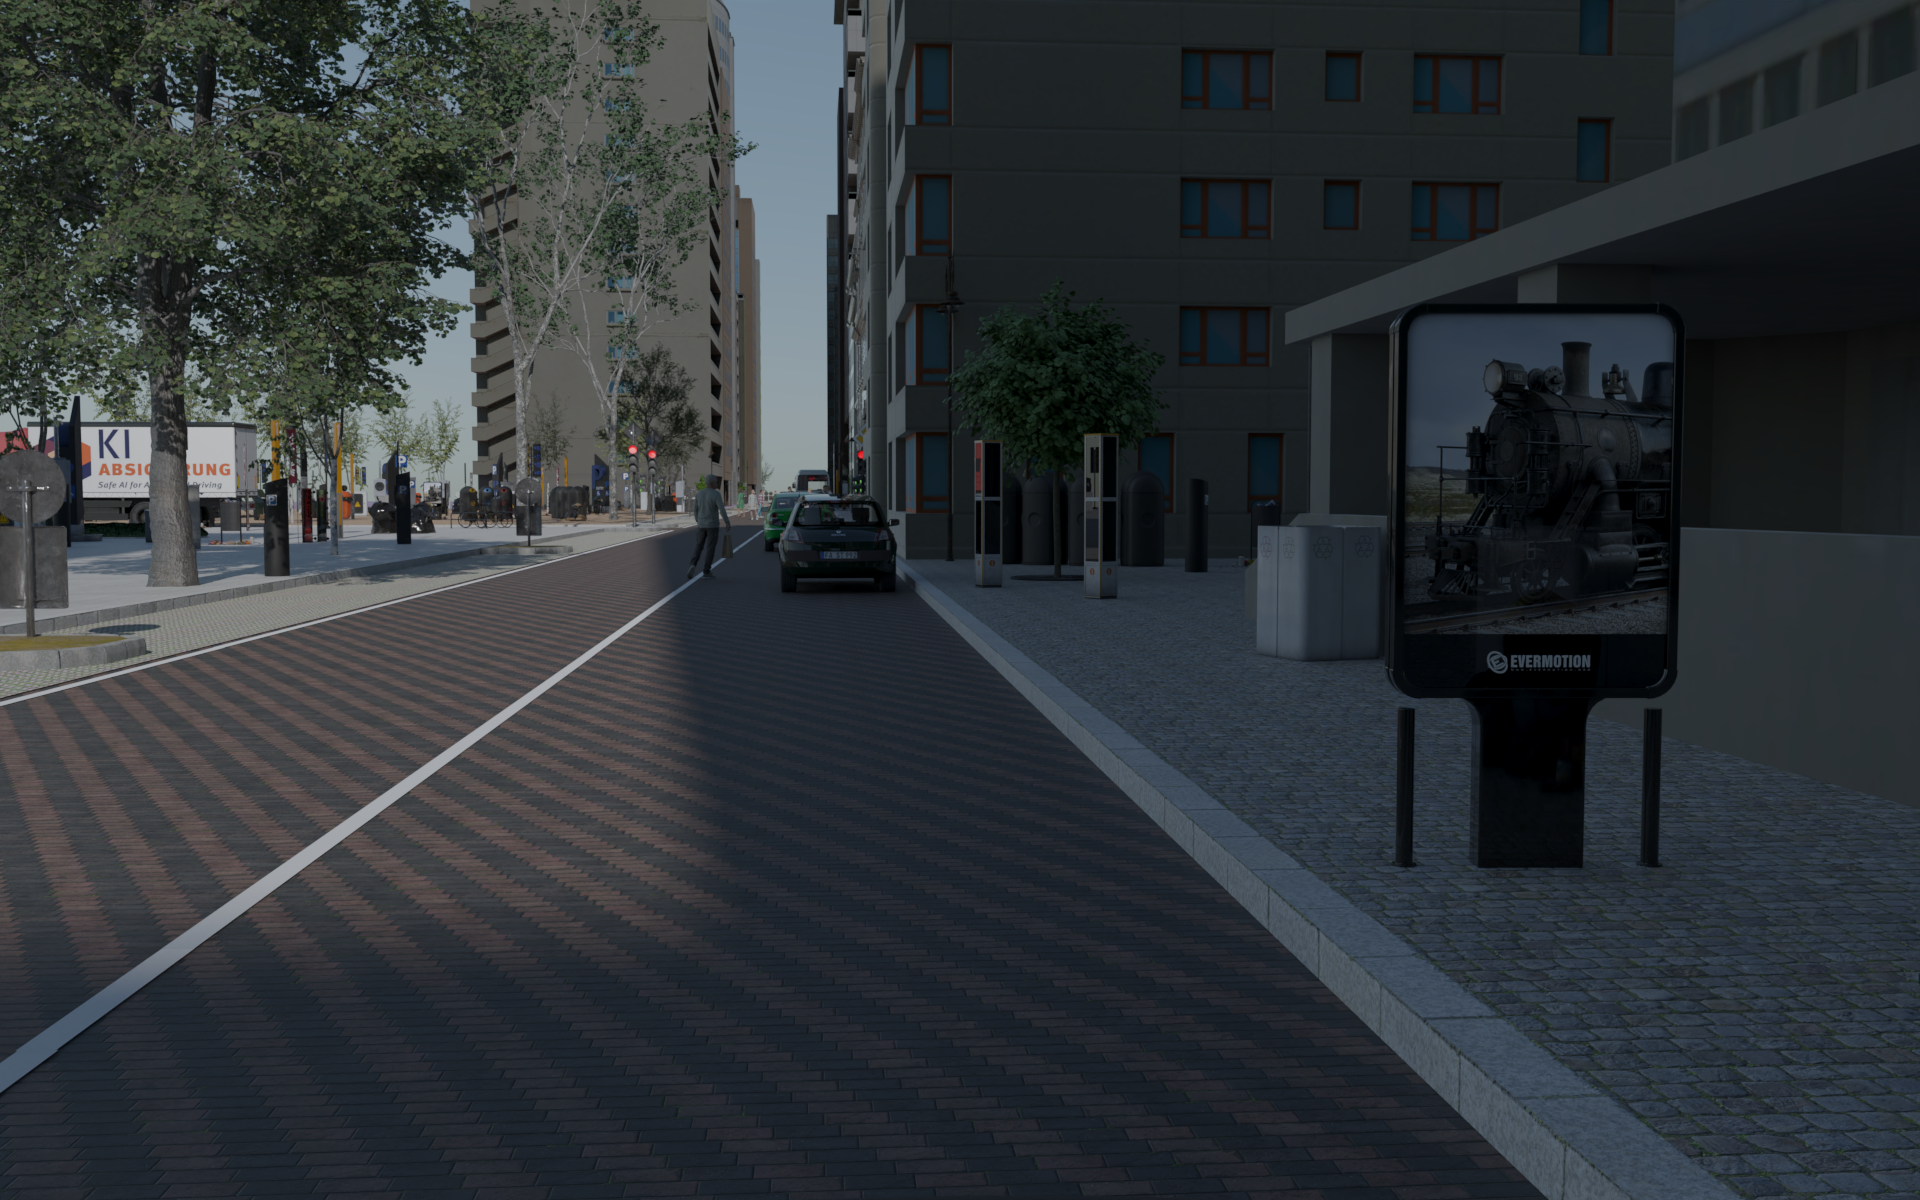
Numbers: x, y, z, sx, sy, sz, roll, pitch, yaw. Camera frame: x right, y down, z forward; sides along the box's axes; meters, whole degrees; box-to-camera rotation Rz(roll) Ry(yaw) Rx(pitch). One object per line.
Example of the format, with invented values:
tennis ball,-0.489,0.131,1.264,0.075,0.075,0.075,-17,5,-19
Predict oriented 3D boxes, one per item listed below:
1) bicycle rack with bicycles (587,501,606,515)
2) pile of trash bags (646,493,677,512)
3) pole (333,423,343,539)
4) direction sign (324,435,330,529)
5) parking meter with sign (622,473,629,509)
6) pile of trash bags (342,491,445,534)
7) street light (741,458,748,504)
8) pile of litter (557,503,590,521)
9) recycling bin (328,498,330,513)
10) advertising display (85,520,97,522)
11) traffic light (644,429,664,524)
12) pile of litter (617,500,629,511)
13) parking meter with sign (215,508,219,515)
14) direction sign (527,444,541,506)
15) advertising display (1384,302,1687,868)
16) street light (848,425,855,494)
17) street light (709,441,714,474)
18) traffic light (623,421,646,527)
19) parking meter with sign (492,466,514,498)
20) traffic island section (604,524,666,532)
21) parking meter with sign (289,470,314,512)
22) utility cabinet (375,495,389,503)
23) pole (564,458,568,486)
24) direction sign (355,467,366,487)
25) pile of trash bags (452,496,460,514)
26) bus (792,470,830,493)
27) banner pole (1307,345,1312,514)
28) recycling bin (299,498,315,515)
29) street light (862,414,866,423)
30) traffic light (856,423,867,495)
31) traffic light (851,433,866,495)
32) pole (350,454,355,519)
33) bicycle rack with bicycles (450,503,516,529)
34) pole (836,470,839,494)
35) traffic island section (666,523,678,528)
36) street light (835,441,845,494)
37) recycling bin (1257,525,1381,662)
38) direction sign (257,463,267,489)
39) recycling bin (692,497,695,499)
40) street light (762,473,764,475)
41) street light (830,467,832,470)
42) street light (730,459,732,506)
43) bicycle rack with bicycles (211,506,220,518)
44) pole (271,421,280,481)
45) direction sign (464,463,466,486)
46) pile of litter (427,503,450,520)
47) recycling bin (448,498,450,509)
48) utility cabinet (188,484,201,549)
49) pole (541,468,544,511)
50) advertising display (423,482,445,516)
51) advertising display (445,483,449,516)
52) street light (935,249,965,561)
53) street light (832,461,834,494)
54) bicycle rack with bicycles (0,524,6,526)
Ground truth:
bicycle rack with bicycles,-23.369,-5.707,106.691,2.852,0.926,2.925,-2,4,-31
pile of trash bags,-21.523,-7.166,126.921,1.912,1.369,3.447,1,4,17
pole,-17.853,-3.418,49.725,0.158,3.312,0.155,0,3,0
direction sign,-23.360,-4.395,63.855,0.379,3.537,0.876,-2,4,-26
parking meter with sign,-27.491,-8.952,142.625,0.543,3.016,1.738,-1,4,-12
pile of trash bags,-18.902,-2.875,56.761,3.447,1.369,1.912,1,4,9
street light,-27.591,-15.122,220.039,0.468,5.910,1.993,0,4,-5
pile of litter,-18.251,-4.176,82.248,1.719,0.858,1.176,1,4,18
recycling bin,-42.714,-6.394,117.092,0.722,1.027,0.722,-3,4,-38
advertising display,-40.331,-4.581,80.114,0.974,1.923,0.123,1,4,17
traffic light,-13.165,-5.229,74.408,0.839,4.253,0.868,0,4,-5
pile of litter,-26.244,-7.357,134.252,1.176,0.858,1.719,0,4,3
parking meter with sign,-42.431,-6.262,98.649,0.543,3.016,1.738,-1,4,-21
direction sign,-19.212,-5.241,77.683,0.876,3.537,0.379,-2,4,-35
advertising display,1.956,-0.044,5.931,0.974,1.923,0.123,0,4,0
street light,-7.238,-8.753,115.905,0.468,5.910,1.993,0,4,-5
street light,-21.713,-10.925,151.406,0.468,5.910,1.993,0,4,-5
traffic light,-12.493,-4.742,66.451,0.839,4.253,0.868,0,4,-5
parking meter with sign,-27.955,-6.775,107.033,1.738,3.016,0.543,-3,5,-42
traffic island section,-12.533,-2.710,66.583,2.009,0.180,2.903,0,4,-5
parking meter with sign,-48.267,-7.987,126.855,1.738,3.016,0.543,-2,4,-28
utility cabinet,-31.990,-5.177,95.809,1.020,1.237,0.306,3,5,43
pole,-21.948,-6.283,96.564,0.158,3.312,0.155,0,3,0
direction sign,-49.741,-9.284,143.797,0.876,3.537,0.379,0,4,-6
pile of trash bags,-33.339,-6.183,110.850,3.447,1.369,1.912,0,4,-3
bus,-11.760,-8.686,136.871,2.948,3.499,13.247,0,4,-6
banner pole,5.503,-2.248,26.768,0.401,3.779,0.863,-1,4,-12
recycling bin,-40.791,-5.849,108.183,0.722,1.027,0.722,1,4,16
street light,-4.382,-6.659,81.660,0.468,5.910,1.993,0,4,-5
traffic light,-3.614,-4.789,67.215,0.839,4.253,0.868,0,4,-5
traffic light,-4.286,-5.275,75.171,0.839,4.253,0.868,0,4,-5
pole,-30.952,-5.771,88.201,0.158,3.312,0.155,0,3,0
bicycle rack with bicycles,-17.835,-3.159,65.037,2.925,0.926,2.852,2,4,30
pole,-10.278,-9.273,145.459,0.158,3.312,0.155,0,3,0
traffic island section,-13.206,-3.196,74.540,2.009,0.180,2.903,0,4,-5
street light,-10.891,-11.303,157.587,0.468,5.910,1.993,0,4,-5
recycling bin,2.820,-0.067,13.652,0.722,1.027,0.722,-1,4,-20
direction sign,-49.847,-8.039,123.434,0.876,3.537,0.379,0,4,4
recycling bin,-21.366,-7.718,138.746,0.722,1.027,0.722,-1,4,-10
street light,-34.475,-20.189,302.880,0.468,5.910,1.993,0,4,-5
street light,-16.503,-15.472,225.750,0.468,5.910,1.993,0,4,-5
street light,-24.526,-12.995,185.249,0.468,5.910,1.993,0,4,-5
bicycle rack with bicycles,-40.471,-4.871,93.030,2.925,0.926,2.852,-1,4,-16
pole,-19.042,-3.327,48.241,0.158,3.312,0.155,0,3,0
direction sign,-36.087,-8.219,126.378,0.379,3.537,0.876,-1,4,-21
pile of litter,-26.183,-4.403,85.950,1.719,0.858,1.176,2,4,24
recycling bin,-43.090,-8.091,144.838,0.722,1.027,0.722,-2,4,-35
utility cabinet,-17.921,-1.901,39.760,1.173,1.500,0.318,2,4,35
pole,-32.295,-8.573,134.015,0.158,3.312,0.155,0,3,0
advertising display,-27.726,-5.254,91.118,0.974,1.923,0.123,0,4,1
advertising display,-30.283,-5.930,102.172,0.123,1.923,0.974,-1,4,-8
street light,-0.196,-3.680,32.952,0.468,5.910,1.993,0,4,-5
street light,-13.654,-13.373,191.434,0.468,5.910,1.993,0,4,-5
bicycle rack with bicycles,-17.695,-1.030,30.215,2.925,0.926,2.852,-1,4,-10
